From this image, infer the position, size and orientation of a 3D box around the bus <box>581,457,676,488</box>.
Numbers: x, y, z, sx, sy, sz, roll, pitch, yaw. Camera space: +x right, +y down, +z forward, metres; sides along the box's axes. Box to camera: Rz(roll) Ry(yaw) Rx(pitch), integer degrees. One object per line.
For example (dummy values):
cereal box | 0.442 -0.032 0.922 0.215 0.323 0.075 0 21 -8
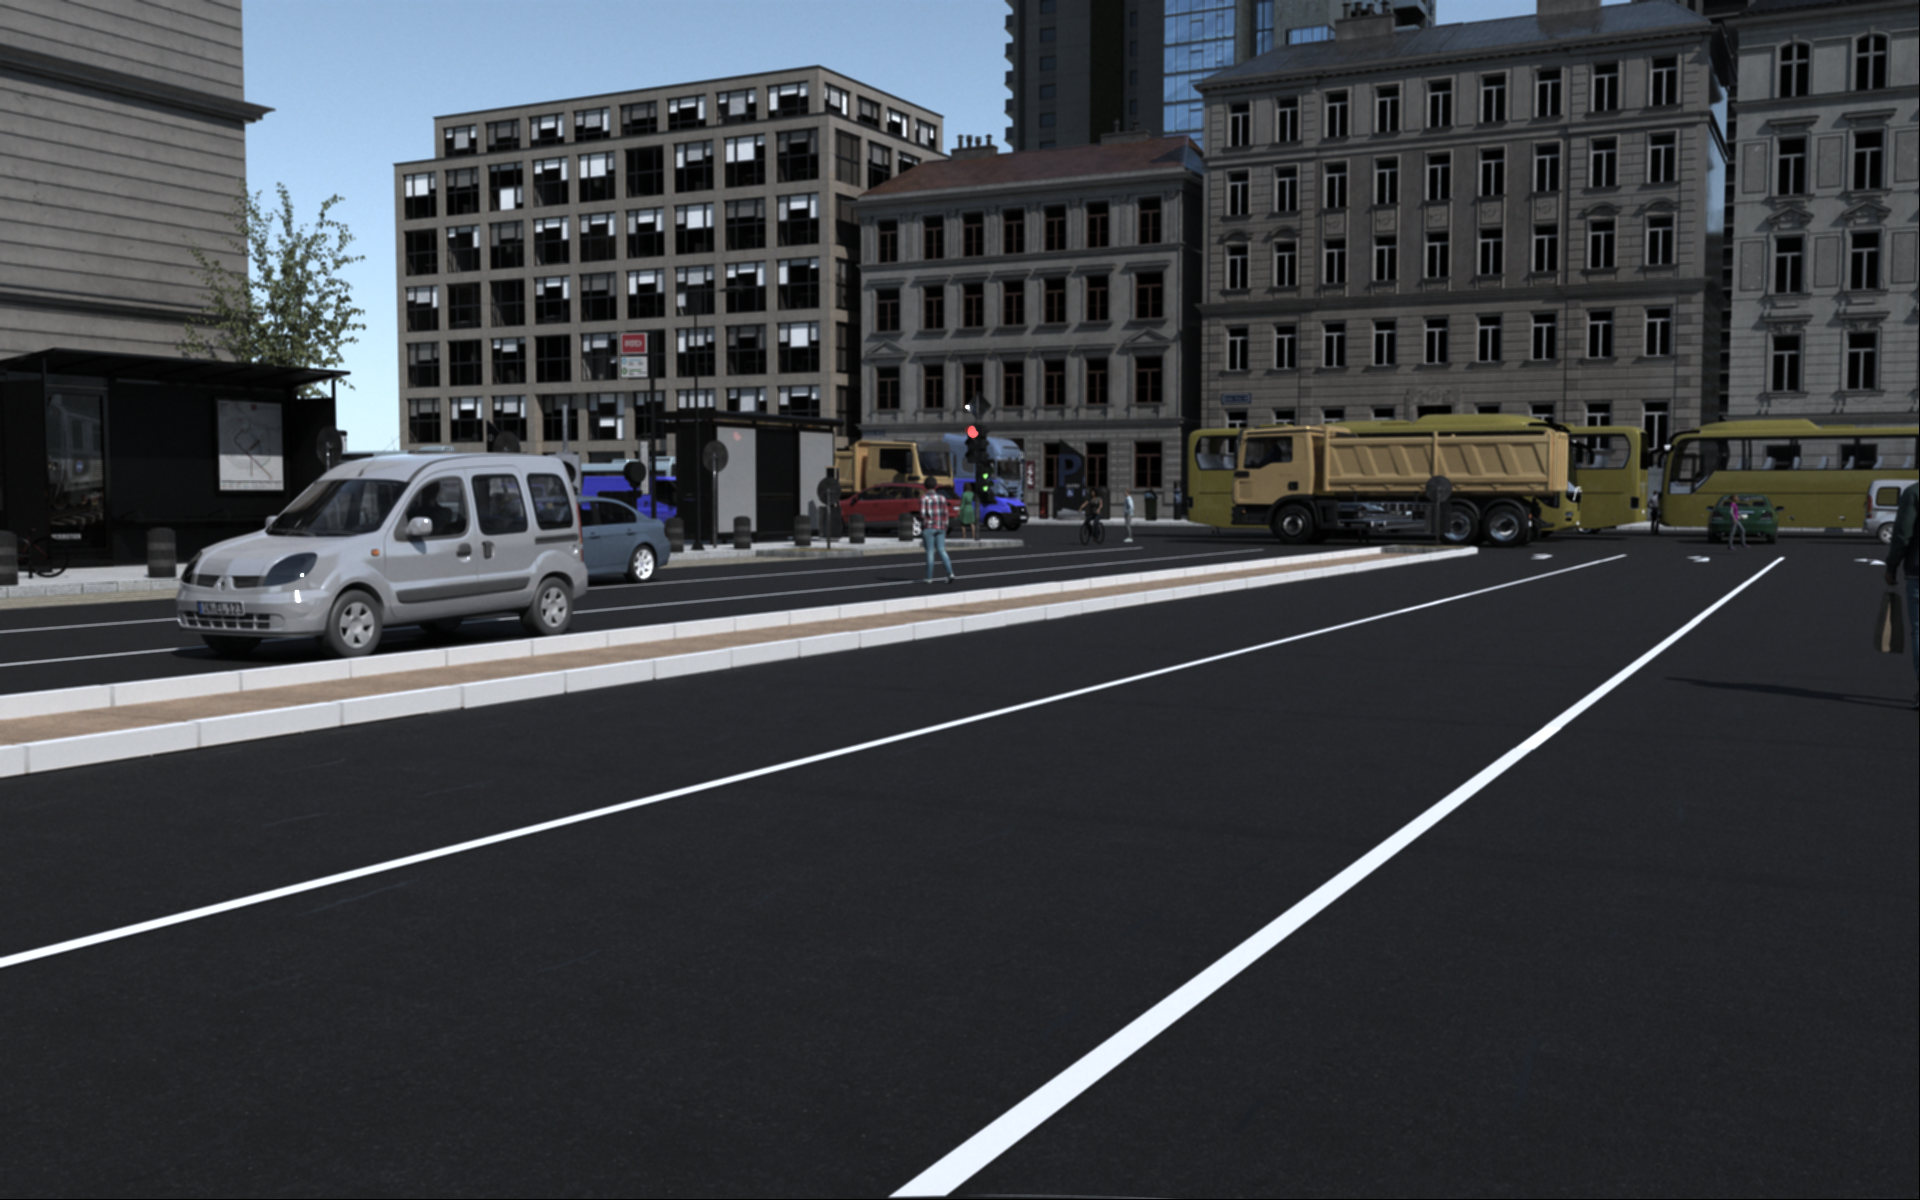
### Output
bus | -19.485 -5.729 88.532 13.247 3.499 2.948 2 4 27

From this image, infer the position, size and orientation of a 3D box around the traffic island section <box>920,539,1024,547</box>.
traffic island section | 0.458 -1.550 47.621 2.009 0.180 2.903 2 4 28

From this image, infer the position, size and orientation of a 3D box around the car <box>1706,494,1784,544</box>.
car | 23.199 -2.413 51.254 2.131 1.459 4.920 2 4 26

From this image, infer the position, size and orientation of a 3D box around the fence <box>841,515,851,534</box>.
fence | -3.699 -2.084 49.447 2.069 0.683 0.278 3 5 41

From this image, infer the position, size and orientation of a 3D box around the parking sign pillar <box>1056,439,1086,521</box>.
parking sign pillar | 5.431 -5.871 84.460 1.447 3.967 1.447 1 4 22

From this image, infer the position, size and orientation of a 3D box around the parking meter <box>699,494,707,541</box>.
parking meter | -7.108 -2.574 47.792 0.255 1.863 0.399 -1 4 -10

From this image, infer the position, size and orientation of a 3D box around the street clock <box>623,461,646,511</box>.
street clock | -7.183 -2.063 38.307 0.358 2.002 0.471 3 4 39

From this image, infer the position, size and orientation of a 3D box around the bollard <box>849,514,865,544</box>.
bollard | -2.668 -1.845 44.876 0.404 0.777 0.398 0 3 0

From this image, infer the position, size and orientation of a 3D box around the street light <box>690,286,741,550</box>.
street light | -5.515 -4.072 39.119 1.470 5.913 1.316 2 4 28

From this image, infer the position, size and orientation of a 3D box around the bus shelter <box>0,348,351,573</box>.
bus shelter | -13.860 -2.428 30.986 1.731 3.624 6.357 2 4 28

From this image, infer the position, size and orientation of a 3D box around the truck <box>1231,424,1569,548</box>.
truck | 11.767 -3.223 48.615 9.791 3.379 3.469 2 4 26

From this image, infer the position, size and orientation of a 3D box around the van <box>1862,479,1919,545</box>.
van | 27.830 -2.567 48.977 4.112 2.044 2.013 2 4 27

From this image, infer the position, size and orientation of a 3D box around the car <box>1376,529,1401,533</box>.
car | 14.787 -3.449 65.181 4.718 1.807 1.959 2 4 29

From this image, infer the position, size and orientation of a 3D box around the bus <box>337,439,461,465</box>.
bus | -23.339 -4.239 64.175 13.247 3.499 2.948 2 4 29

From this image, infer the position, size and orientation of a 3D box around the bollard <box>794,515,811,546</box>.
bollard | -3.869 -1.705 42.587 0.404 0.777 0.398 0 3 0

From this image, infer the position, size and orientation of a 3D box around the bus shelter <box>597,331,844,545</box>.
bus shelter | -6.229 -4.117 44.950 2.179 5.291 8.768 2 4 28

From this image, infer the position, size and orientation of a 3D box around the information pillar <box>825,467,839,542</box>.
information pillar | -3.414 -2.560 46.344 0.304 2.012 0.304 1 4 14

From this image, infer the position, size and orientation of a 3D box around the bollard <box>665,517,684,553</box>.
bollard | -6.269 -1.425 38.016 0.404 0.777 0.398 0 3 0

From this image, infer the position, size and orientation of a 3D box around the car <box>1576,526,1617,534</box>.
car | 21.575 -3.307 63.117 4.494 1.783 2.155 2 4 29

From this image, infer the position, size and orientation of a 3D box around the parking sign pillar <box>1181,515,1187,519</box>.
parking sign pillar | 12.091 -6.142 88.890 1.447 3.967 1.447 2 4 25

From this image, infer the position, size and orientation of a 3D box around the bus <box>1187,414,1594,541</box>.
bus | 13.403 -3.869 54.799 12.252 3.916 2.896 2 4 26

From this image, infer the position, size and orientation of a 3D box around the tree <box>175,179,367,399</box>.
tree | -15.656 -5.497 40.239 4.737 8.622 4.395 0 3 0

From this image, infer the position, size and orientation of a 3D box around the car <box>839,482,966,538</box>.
car | -2.368 -3.023 58.103 5.304 1.827 2.281 2 4 26

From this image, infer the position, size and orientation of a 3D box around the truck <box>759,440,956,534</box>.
truck | -4.170 -4.162 63.970 9.791 3.379 3.469 2 4 29

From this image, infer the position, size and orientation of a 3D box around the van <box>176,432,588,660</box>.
van | -5.363 -0.575 16.416 2.013 2.044 4.112 2 4 26

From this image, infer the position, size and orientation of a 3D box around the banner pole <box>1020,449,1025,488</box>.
banner pole | 2.818 -5.782 84.545 0.863 3.779 0.401 -2 4 -27

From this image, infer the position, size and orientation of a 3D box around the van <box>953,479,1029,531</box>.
van | 0.132 -3.904 68.218 5.245 2.365 2.240 2 4 27

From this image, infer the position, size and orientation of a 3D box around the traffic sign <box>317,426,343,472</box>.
traffic sign | -11.748 -1.965 32.236 0.768 2.556 0.104 2 4 34

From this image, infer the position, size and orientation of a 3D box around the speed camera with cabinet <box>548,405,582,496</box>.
speed camera with cabinet | -9.407 -2.680 38.154 2.038 3.252 0.660 0 4 -6

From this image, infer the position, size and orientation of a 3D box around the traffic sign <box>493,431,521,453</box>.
traffic sign | -9.199 -2.140 35.091 0.768 2.556 0.104 2 4 31

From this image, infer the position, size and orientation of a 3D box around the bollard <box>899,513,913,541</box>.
bollard | -1.471 -1.985 47.164 0.404 0.777 0.398 0 3 0

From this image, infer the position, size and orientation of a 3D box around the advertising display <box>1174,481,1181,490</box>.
advertising display | 10.840 -4.965 86.396 0.123 1.923 0.974 1 4 21

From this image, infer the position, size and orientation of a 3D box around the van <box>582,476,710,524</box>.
van | -10.274 -3.309 58.489 5.245 2.365 2.240 2 4 29

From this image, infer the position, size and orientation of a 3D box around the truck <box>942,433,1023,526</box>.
truck | -5.434 -5.522 80.047 18.799 4.110 2.967 2 4 26

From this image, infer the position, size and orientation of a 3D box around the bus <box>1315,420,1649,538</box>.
bus | 16.164 -4.033 57.487 12.252 3.916 2.896 2 4 27

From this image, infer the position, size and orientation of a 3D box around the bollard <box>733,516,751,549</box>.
bollard | -5.068 -1.565 40.307 0.404 0.777 0.398 0 3 0

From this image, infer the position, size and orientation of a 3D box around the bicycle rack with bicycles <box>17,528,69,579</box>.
bicycle rack with bicycles | -15.082 -0.738 25.444 2.925 0.926 2.852 0 4 -4

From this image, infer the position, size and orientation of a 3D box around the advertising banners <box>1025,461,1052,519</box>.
advertising banners | 4.401 -5.758 90.330 2.074 3.025 0.090 1 4 14

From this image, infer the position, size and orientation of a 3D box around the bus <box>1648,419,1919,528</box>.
bus | 29.186 -3.982 56.658 12.252 3.916 2.896 2 4 29

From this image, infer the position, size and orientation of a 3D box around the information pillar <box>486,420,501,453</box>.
information pillar | -14.716 -3.875 54.713 0.504 3.616 0.183 1 4 17

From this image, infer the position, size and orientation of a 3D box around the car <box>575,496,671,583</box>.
car | -6.432 -0.925 27.122 2.014 1.417 4.499 2 4 29

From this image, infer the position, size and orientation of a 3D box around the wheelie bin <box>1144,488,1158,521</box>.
wheelie bin | 9.199 -4.624 83.514 0.693 1.594 0.980 0 4 7

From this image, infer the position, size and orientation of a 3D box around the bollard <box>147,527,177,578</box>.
bollard | -12.260 -0.726 26.595 0.404 0.777 0.398 0 3 0

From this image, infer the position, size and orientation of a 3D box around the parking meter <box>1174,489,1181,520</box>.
parking meter | 10.753 -4.721 85.602 0.372 1.533 0.369 0 3 0

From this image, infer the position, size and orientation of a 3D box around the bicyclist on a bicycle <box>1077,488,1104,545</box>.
bicyclist on a bicycle | 3.754 -2.385 49.019 1.499 1.676 1.625 2 4 29

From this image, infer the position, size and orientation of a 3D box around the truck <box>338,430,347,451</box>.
truck | -32.563 -5.455 78.107 11.283 4.237 2.839 2 4 28

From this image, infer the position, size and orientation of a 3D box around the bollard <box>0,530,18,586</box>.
bollard | -13.456 -0.587 24.313 0.404 0.777 0.398 0 3 0
